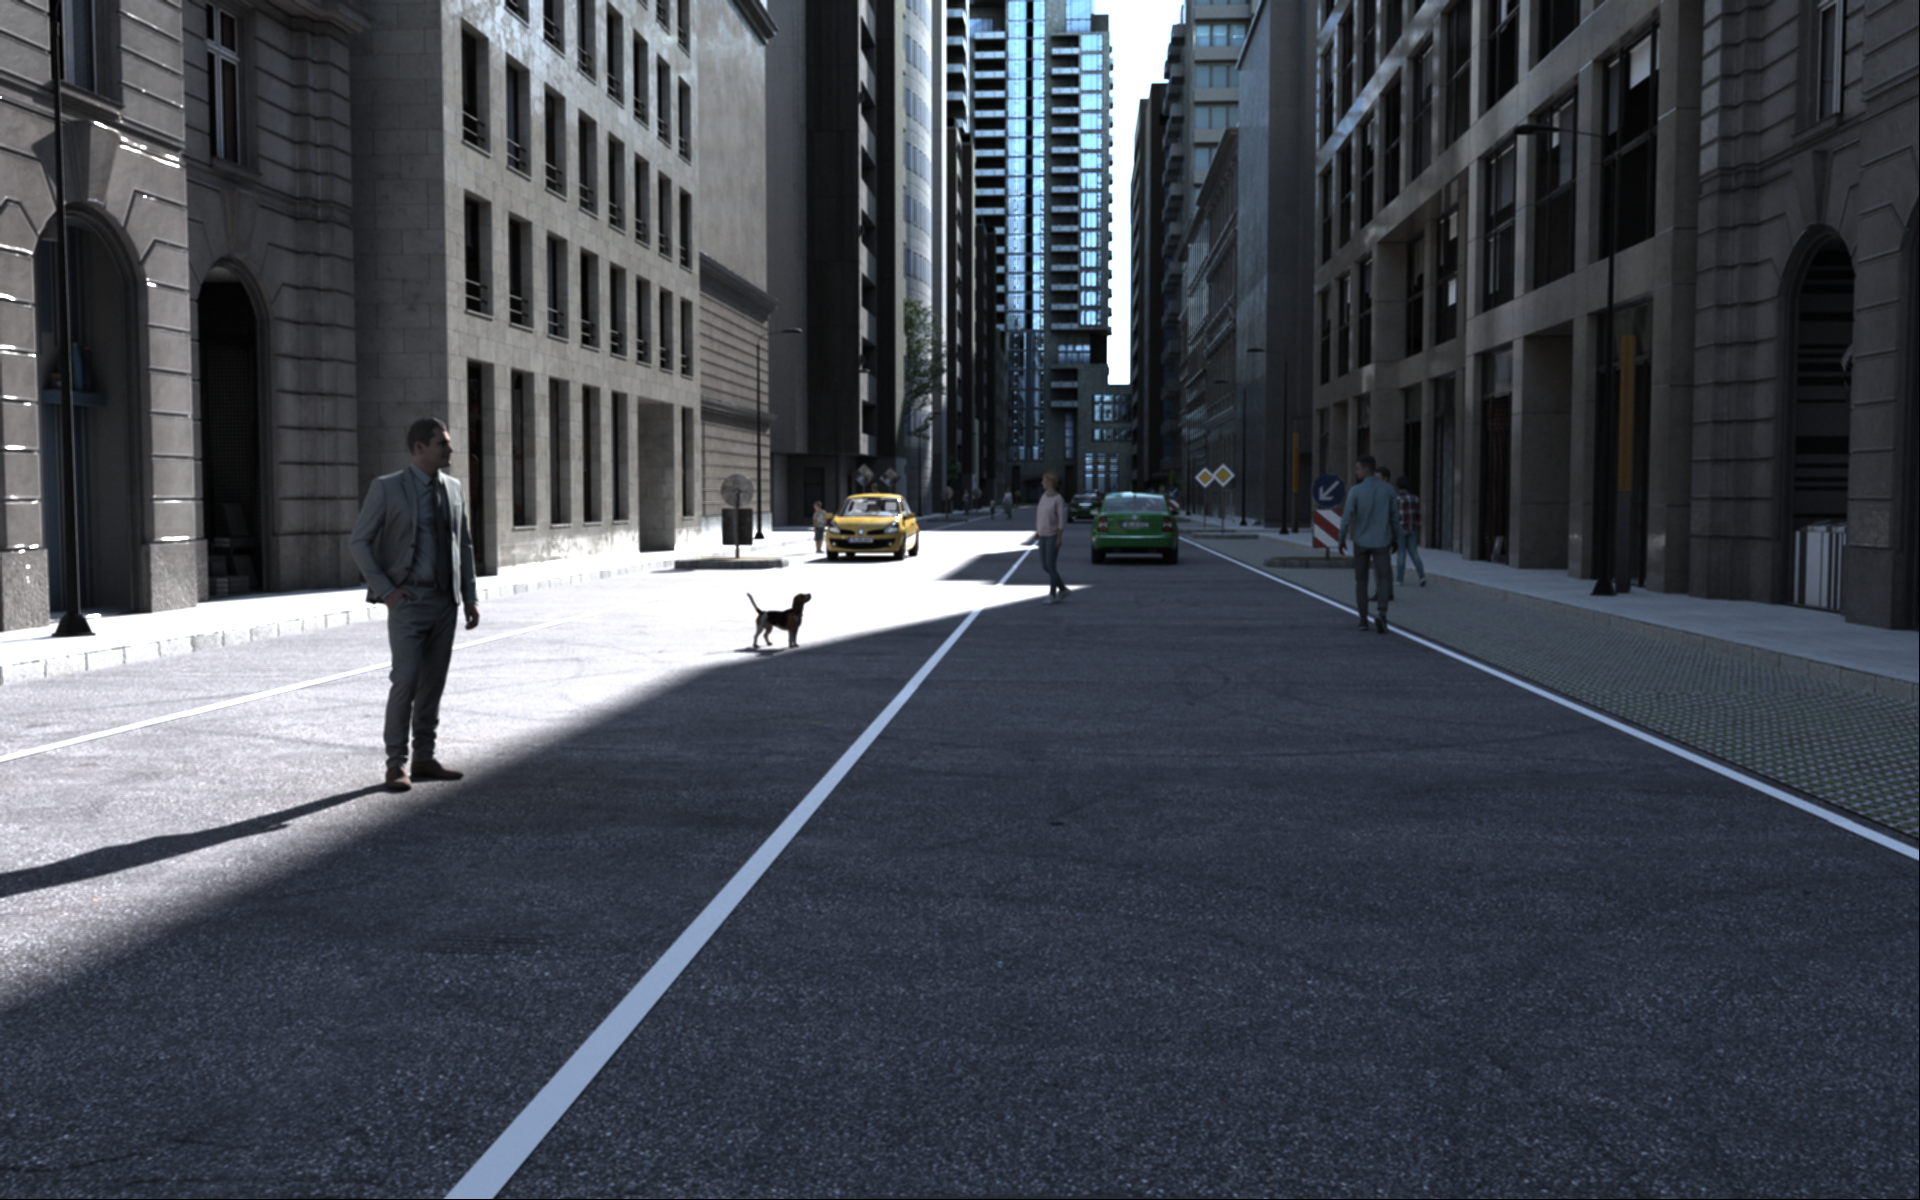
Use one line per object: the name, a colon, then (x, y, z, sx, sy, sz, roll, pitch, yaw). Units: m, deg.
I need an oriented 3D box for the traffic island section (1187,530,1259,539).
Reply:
traffic island section: (8.536, -2.072, 56.156, 2.009, 0.180, 2.903, 0, 4, 4)

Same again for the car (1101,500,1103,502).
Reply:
car: (8.754, -5.342, 96.142, 1.959, 1.807, 4.718, 0, 4, 2)

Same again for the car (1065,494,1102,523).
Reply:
car: (6.330, -4.608, 87.141, 2.131, 1.459, 4.920, 0, 4, 5)

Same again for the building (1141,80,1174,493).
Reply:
building: (26.930, -32.726, 185.178, 14.600, 45.320, 14.200, 0, 4, 4)

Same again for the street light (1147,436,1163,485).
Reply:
street light: (15.633, -10.146, 138.426, 1.470, 5.913, 1.316, 0, 4, 4)

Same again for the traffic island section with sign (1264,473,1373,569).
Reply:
traffic island section with sign: (7.032, -1.555, 34.057, 1.989, 1.847, 2.006, 0, 4, 4)

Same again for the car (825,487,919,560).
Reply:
car: (-1.937, -1.746, 38.773, 2.015, 1.641, 3.980, 0, 4, 5)

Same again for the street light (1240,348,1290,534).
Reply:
street light: (9.830, -5.060, 55.272, 1.470, 5.913, 1.316, 0, 4, 4)

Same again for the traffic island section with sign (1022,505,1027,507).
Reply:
traffic island section with sign: (6.525, -11.330, 193.868, 1.989, 1.847, 2.006, 0, 4, 4)

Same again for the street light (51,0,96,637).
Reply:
street light: (-7.494, -2.626, 15.478, 1.470, 5.913, 1.316, 0, 4, 4)

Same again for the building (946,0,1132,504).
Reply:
building: (7.370, -56.250, 232.352, 31.000, 86.520, 22.319, 0, 4, 4)

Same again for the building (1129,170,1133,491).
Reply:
building: (29.707, -35.406, 229.001, 14.200, 45.320, 14.600, 0, 4, 4)

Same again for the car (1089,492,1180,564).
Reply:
car: (3.727, -1.724, 36.988, 1.959, 1.807, 4.718, 0, 4, 6)

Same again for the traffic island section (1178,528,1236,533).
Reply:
traffic island section: (9.081, -2.559, 64.122, 2.009, 0.180, 2.903, 0, 4, 4)

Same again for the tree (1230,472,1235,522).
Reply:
tree: (12.920, -5.176, 79.234, 1.663, 3.219, 1.824, 0, 3, 0)

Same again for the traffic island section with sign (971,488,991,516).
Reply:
traffic island section with sign: (1.219, -6.594, 116.442, 1.989, 1.847, 2.006, 0, 4, 4)

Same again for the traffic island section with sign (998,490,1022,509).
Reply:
traffic island section with sign: (4.683, -9.685, 166.976, 1.989, 1.847, 2.006, 0, 4, 4)

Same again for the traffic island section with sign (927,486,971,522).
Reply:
traffic island section with sign: (-0.619, -4.943, 89.449, 1.989, 1.847, 2.006, 0, 4, 4)

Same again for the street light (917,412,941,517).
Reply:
street light: (-1.753, -7.699, 98.425, 1.470, 5.913, 1.316, 0, 4, 4)

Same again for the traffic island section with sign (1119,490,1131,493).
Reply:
traffic island section with sign: (17.874, -11.248, 192.533, 1.989, 1.847, 2.006, 0, 4, 4)

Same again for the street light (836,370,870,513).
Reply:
street light: (-4.070, -5.642, 64.780, 1.470, 5.913, 1.316, 0, 4, 4)

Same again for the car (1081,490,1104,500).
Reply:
car: (11.059, -8.445, 146.756, 2.281, 1.827, 5.304, 0, 4, 5)

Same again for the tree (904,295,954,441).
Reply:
tree: (-3.908, -9.691, 84.197, 9.928, 11.665, 9.643, 0, 3, 0)

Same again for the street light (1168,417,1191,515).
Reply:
street light: (13.271, -8.081, 104.666, 1.470, 5.913, 1.316, 0, 4, 4)

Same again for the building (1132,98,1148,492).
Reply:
building: (31.227, -35.412, 202.695, 21.300, 48.544, 21.600, 0, 4, 4)

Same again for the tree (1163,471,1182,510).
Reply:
tree: (17.721, -9.209, 145.174, 1.663, 3.219, 1.824, 0, 3, 0)

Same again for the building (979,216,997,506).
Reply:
building: (-3.548, -24.932, 179.336, 14.160, 30.474, 14.107, 0, 4, 4)

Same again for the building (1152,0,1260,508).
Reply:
building: (30.467, -33.186, 162.192, 23.786, 49.044, 30.456, 0, 4, 4)

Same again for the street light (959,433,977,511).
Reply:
street light: (0.590, -9.744, 131.860, 1.470, 5.913, 1.316, 0, 4, 4)

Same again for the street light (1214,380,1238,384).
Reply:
street light: (11.067, -6.008, 70.774, 1.470, 5.913, 1.316, 0, 4, 4)

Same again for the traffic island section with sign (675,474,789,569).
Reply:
traffic island section with sign: (-4.412, -1.551, 33.988, 1.989, 1.847, 2.006, 0, 4, 4)

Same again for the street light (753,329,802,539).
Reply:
street light: (-5.147, -4.669, 48.874, 1.470, 5.913, 1.316, 0, 4, 4)

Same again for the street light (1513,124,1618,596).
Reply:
street light: (7.640, -3.017, 21.865, 1.470, 5.913, 1.316, 0, 4, 4)

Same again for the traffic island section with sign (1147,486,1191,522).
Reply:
traffic island section with sign: (10.759, -4.895, 88.664, 1.989, 1.847, 2.006, 0, 4, 4)

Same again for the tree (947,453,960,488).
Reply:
tree: (-1.507, -8.524, 123.088, 4.285, 4.588, 4.351, 0, 3, 0)
